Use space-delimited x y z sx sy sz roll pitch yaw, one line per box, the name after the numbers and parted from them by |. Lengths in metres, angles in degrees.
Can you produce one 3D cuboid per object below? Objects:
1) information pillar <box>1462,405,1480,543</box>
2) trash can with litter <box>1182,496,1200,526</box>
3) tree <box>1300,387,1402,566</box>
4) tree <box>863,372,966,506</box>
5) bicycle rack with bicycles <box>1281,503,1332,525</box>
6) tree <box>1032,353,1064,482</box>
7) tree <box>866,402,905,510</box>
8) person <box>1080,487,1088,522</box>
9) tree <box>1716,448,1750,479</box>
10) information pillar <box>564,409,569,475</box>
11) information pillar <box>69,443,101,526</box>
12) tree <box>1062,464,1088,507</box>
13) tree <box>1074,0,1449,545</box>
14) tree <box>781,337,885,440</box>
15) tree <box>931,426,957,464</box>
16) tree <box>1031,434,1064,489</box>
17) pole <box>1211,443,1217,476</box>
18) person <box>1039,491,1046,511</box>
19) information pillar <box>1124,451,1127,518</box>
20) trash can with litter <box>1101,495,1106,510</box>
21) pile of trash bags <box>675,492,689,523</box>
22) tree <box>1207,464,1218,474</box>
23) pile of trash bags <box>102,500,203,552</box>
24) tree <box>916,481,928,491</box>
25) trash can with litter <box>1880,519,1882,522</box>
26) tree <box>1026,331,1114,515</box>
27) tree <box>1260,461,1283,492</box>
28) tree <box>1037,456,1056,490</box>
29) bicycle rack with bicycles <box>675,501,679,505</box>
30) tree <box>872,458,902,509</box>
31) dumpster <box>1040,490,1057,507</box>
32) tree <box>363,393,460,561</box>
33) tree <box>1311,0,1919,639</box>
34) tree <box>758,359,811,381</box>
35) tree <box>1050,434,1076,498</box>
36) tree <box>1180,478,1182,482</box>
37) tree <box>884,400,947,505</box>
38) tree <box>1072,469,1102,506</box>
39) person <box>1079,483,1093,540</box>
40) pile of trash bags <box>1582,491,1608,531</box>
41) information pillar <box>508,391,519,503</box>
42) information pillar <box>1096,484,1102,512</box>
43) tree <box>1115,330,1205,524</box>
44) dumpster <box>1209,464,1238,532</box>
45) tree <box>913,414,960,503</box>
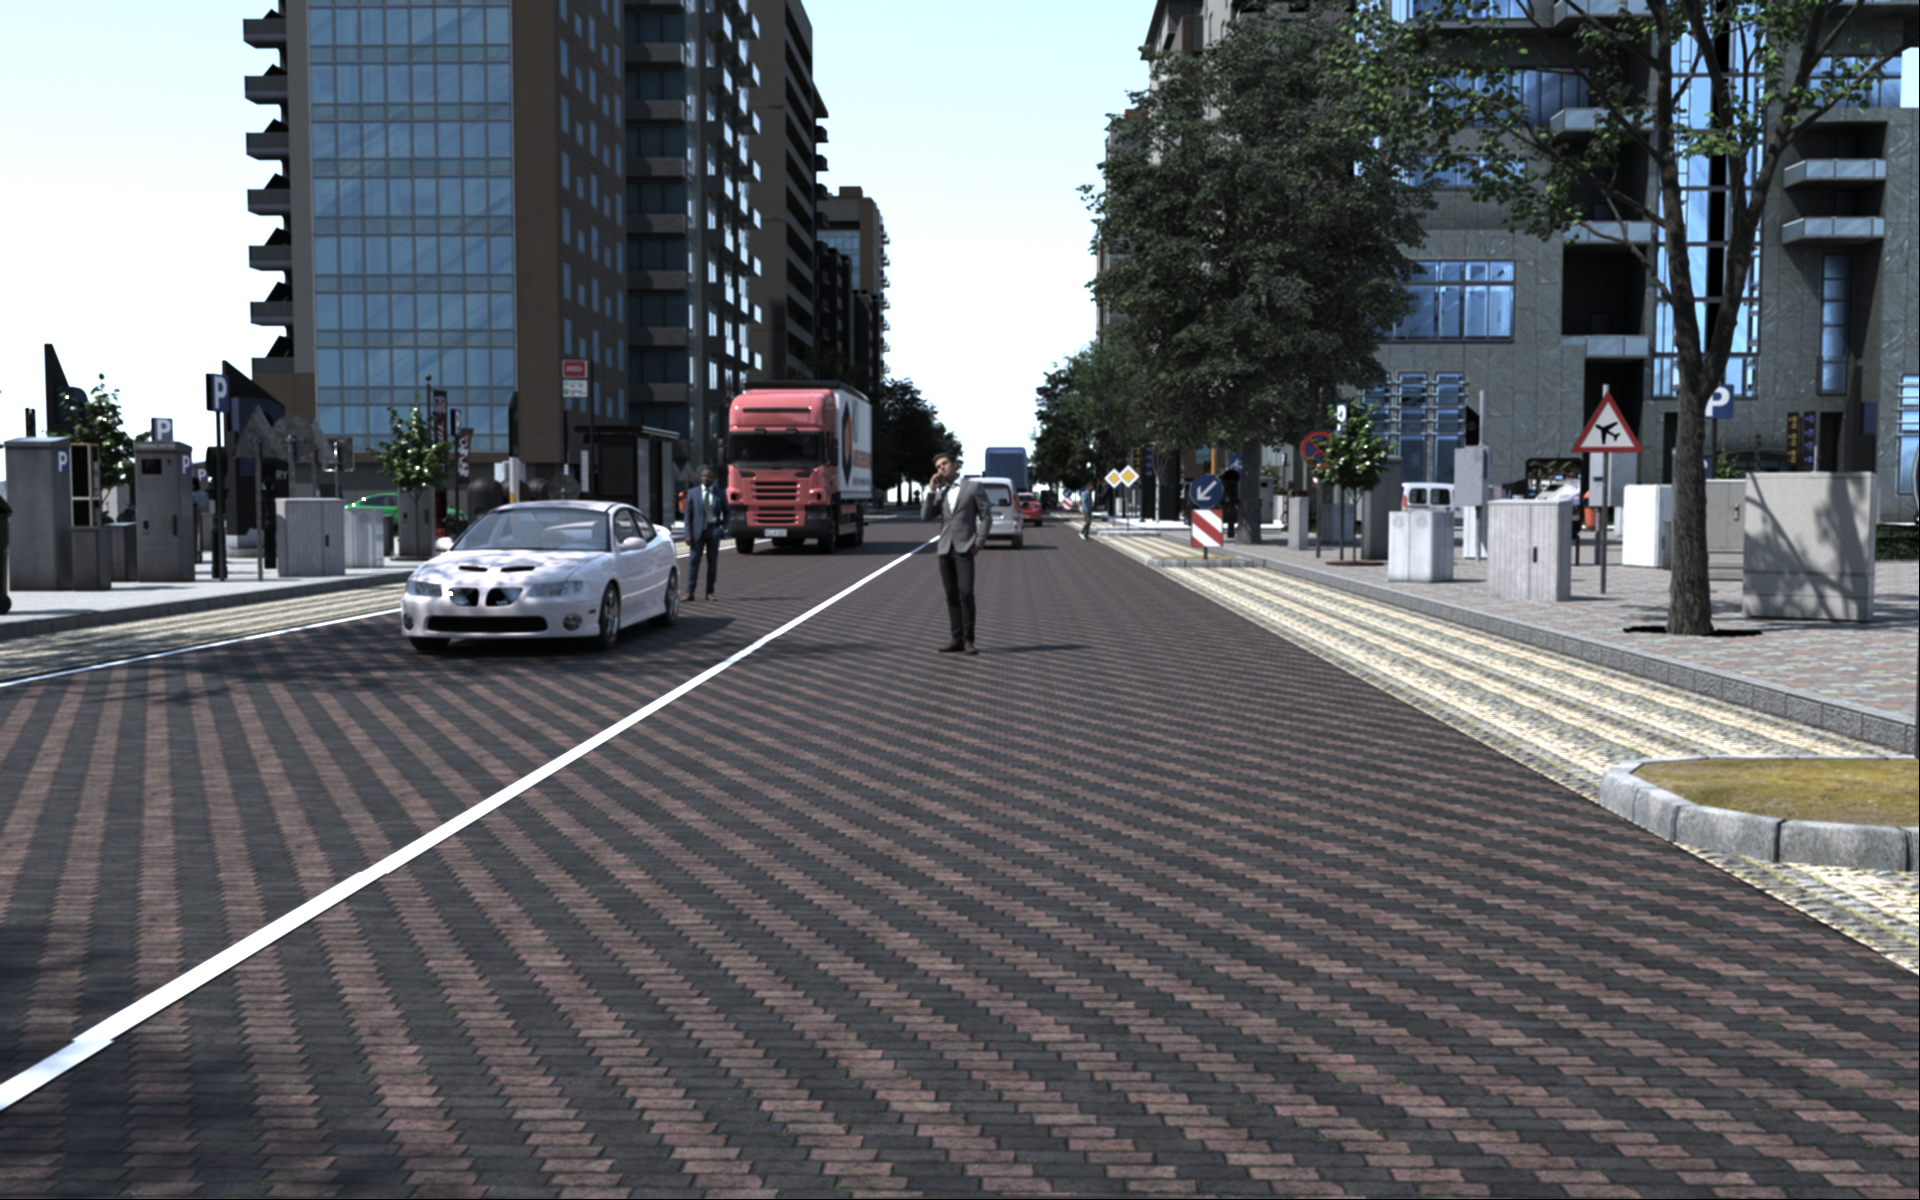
13.502 -3.314 45.547 0.504 3.616 0.183 0 4 3 | information pillar
9.353 -3.487 68.402 0.624 1.170 1.055 -1 4 -13 | trash can with litter
7.177 -2.254 31.448 1.663 3.219 1.824 0 3 0 | tree
-6.218 -16.739 180.339 9.857 13.997 8.962 0 3 0 | tree
14.141 -3.359 68.298 2.925 0.926 2.852 0 4 6 | bicycle rack with bicycles
11.148 -15.193 155.067 9.857 13.997 8.962 0 3 0 | tree
-6.813 -11.615 140.269 4.360 8.622 3.978 0 3 0 | tree
6.354 -4.812 87.269 0.391 1.810 0.635 2 4 34 | person
31.756 -4.748 72.230 1.663 3.219 1.824 0 3 0 | tree
-10.956 -3.478 48.224 0.183 3.616 0.504 -1 4 -9 | information pillar
-12.710 -1.266 25.184 0.304 2.012 0.304 0 4 -4 | information pillar
11.563 -11.559 172.704 4.285 4.588 4.351 0 3 0 | tree
7.321 -8.387 43.779 9.857 13.997 8.962 0 3 0 | tree
-8.324 -10.375 104.043 8.767 10.594 7.601 2 4 34 | tree
-4.070 -20.272 257.195 9.928 11.665 9.643 0 3 0 | tree
14.674 -21.461 269.010 7.486 12.596 7.792 0 3 0 | tree
9.897 -4.507 67.529 0.158 3.312 0.155 0 3 0 | pole
7.105 -8.518 148.493 0.721 1.735 1.217 -2 4 -24 | person
9.032 -6.332 94.874 0.183 3.616 0.504 0 4 1 | information pillar
11.054 -7.834 139.148 2.233 1.210 1.678 -1 4 -14 | trash can with litter
-13.454 -4.069 76.277 3.447 1.369 1.912 -2 4 -31 | pile of trash bags
16.424 -7.095 110.600 1.663 3.219 1.824 0 3 0 | tree
-17.878 -1.649 36.712 1.912 1.369 3.447 1 4 16 | pile of trash bags
-5.360 -16.247 216.007 4.737 8.622 4.395 0 3 0 | tree
37.699 -3.689 71.697 1.055 1.170 0.624 3 4 36 | trash can with litter
9.468 -11.141 107.914 9.928 11.665 9.643 0 3 0 | tree
17.836 -6.423 99.615 1.663 3.219 1.824 0 3 0 | tree
13.725 -18.979 260.672 4.360 8.622 3.978 0 3 0 | tree
-14.099 -4.658 89.537 2.852 0.926 2.925 -1 4 -16 | bicycle rack with bicycles
-6.585 -10.102 148.878 4.285 4.588 4.351 0 3 0 | tree
9.278 -10.553 180.755 1.865 1.857 1.264 0 4 3 | dumpster
-10.423 -2.370 33.355 1.663 3.219 1.824 0 3 0 | tree
6.852 -5.498 15.652 9.928 11.665 9.643 0 3 0 | tree
-9.623 -8.744 93.320 4.737 8.622 4.395 0 3 0 | tree
12.551 -15.360 201.498 4.737 8.622 4.395 0 3 0 | tree
11.432 -6.294 97.506 1.663 3.219 1.824 0 3 0 | tree
-5.876 -17.720 206.733 9.611 12.733 9.660 0 3 0 | tree
9.962 -8.539 134.222 1.663 3.219 1.824 0 3 0 | tree
3.953 -2.759 53.951 0.444 1.785 0.601 2 4 34 | person
15.852 -1.807 39.289 3.447 1.369 1.912 0 4 1 | pile of trash bags
-10.066 -2.921 39.119 0.183 3.616 0.504 0 4 2 | information pillar
9.732 -7.160 121.561 0.304 2.012 0.304 -2 4 -27 | information pillar
8.815 -7.621 74.974 4.360 8.622 3.978 0 3 0 | tree
8.831 -3.326 56.871 1.502 2.255 1.985 0 4 2 | dumpster
-5.309 -20.103 239.052 12.009 13.543 11.850 0 3 0 | tree
